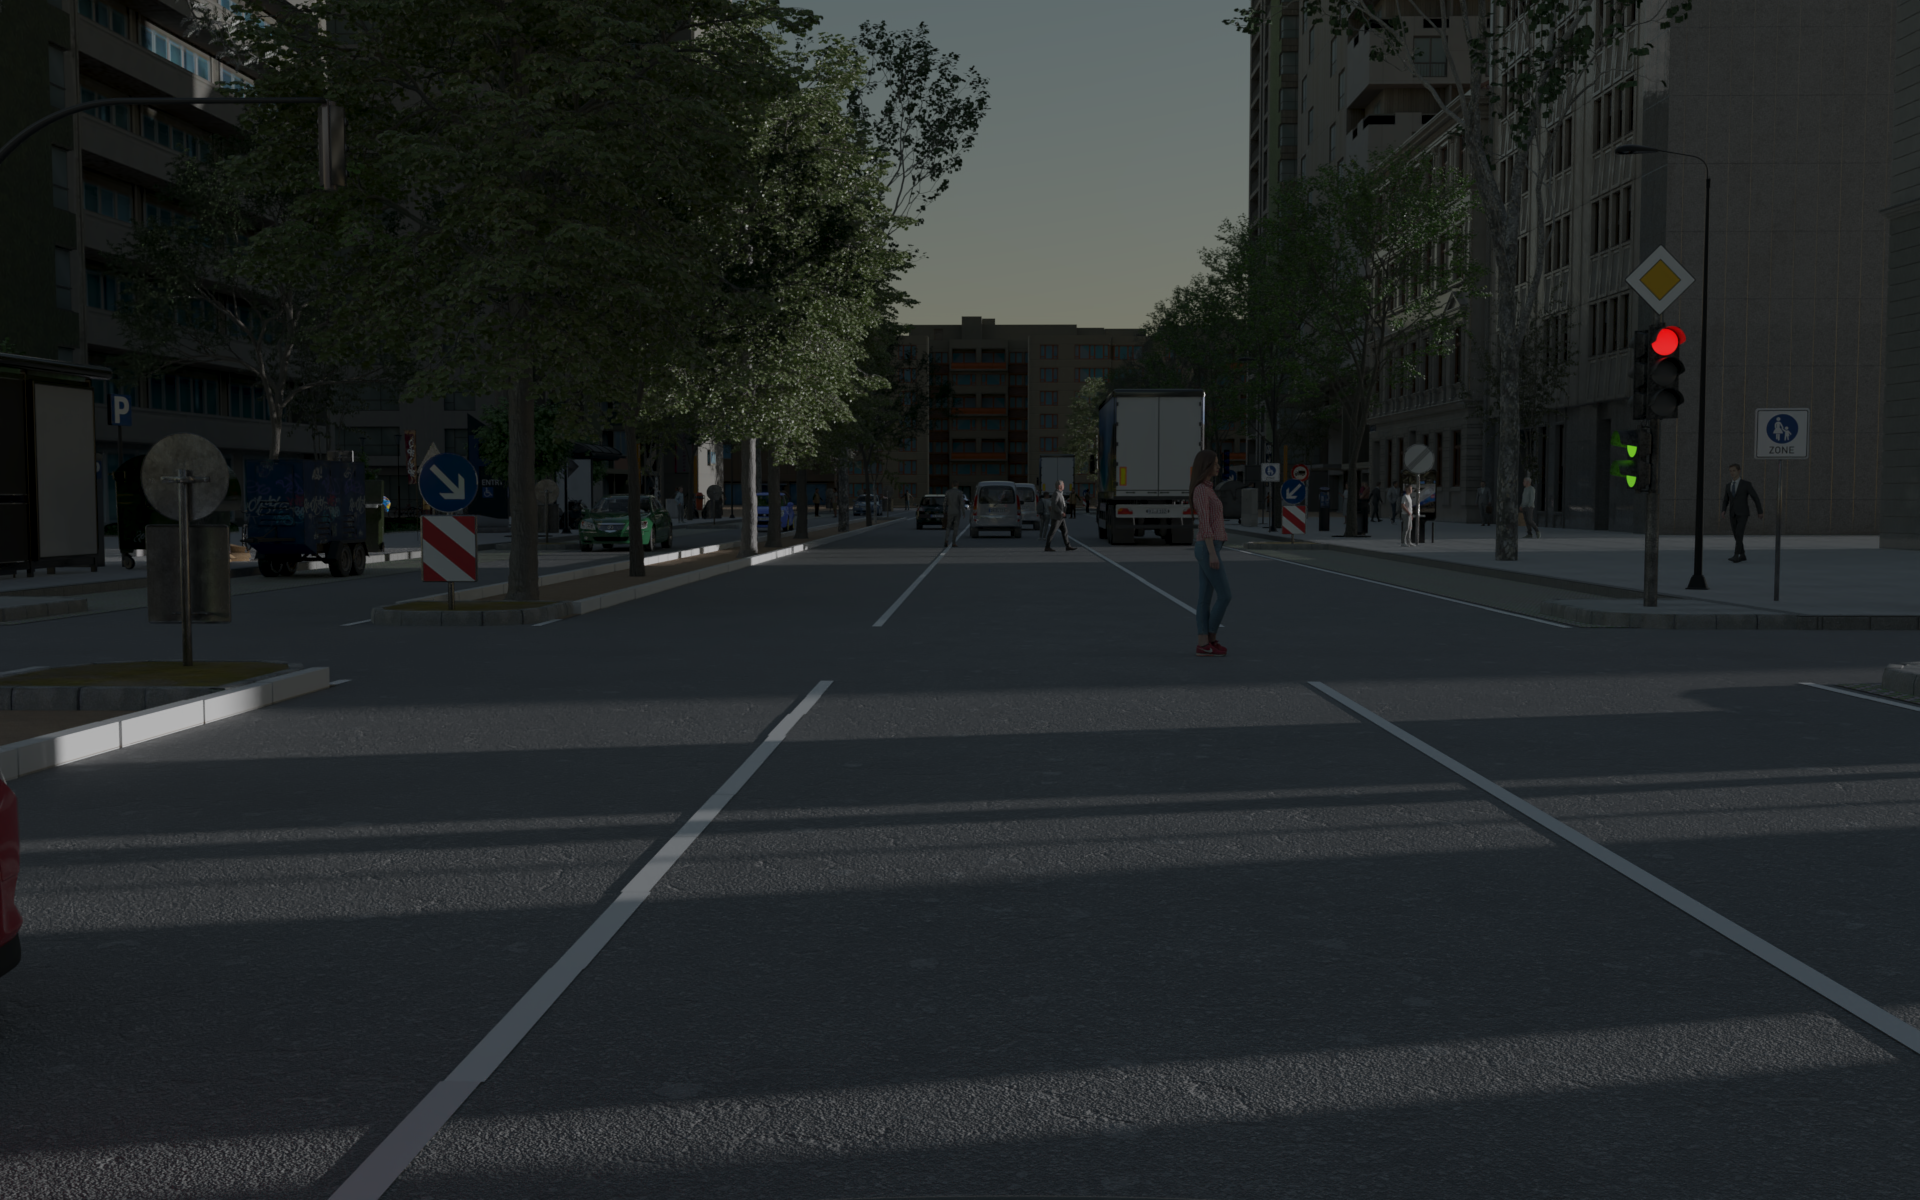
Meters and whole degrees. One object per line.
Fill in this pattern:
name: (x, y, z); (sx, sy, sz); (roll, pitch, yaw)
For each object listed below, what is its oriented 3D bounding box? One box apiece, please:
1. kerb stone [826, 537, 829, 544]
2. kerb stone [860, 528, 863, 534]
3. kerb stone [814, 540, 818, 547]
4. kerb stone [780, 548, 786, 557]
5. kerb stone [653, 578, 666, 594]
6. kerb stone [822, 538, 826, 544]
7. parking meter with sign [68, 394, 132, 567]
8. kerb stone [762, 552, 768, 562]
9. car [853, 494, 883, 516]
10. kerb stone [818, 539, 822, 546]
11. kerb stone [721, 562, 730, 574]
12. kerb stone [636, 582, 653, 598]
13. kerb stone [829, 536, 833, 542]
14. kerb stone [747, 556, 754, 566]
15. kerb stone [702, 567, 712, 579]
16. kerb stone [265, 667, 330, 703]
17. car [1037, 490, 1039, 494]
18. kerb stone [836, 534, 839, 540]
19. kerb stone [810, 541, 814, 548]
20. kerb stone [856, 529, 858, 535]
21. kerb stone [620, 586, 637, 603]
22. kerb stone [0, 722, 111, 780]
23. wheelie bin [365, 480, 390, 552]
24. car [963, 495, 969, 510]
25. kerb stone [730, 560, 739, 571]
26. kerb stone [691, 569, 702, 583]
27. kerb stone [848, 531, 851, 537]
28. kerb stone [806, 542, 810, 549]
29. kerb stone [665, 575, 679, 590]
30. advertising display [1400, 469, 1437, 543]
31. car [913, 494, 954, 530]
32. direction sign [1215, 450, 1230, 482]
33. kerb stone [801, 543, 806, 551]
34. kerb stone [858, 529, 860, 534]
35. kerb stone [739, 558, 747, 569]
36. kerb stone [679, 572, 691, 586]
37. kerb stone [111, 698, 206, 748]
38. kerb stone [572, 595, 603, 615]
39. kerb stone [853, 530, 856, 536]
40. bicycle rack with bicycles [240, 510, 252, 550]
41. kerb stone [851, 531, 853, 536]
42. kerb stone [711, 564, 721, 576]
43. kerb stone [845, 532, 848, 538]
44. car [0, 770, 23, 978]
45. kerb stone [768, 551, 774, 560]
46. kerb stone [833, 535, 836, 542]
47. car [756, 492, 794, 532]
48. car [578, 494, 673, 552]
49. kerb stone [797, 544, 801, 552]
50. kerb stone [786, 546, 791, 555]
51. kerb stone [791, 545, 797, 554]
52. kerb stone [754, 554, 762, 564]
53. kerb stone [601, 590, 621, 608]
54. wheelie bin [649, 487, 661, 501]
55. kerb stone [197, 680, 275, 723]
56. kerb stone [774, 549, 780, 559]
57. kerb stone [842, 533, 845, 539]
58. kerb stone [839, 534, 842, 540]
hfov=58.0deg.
kerb stone: (-3.934, -1.688, 49.798); (0.120, 0.150, 1.000); (0, 4, 1)
kerb stone: (-3.664, -2.439, 62.072); (0.120, 0.150, 1.000); (0, 4, 1)
kerb stone: (-3.999, -1.499, 46.698); (0.120, 0.150, 1.000); (0, 4, 1)
kerb stone: (-4.154, -1.060, 39.528); (0.120, 0.150, 1.000); (0, 4, 1)
kerb stone: (-4.462, -0.181, 25.184); (0.120, 0.150, 1.000); (0, 4, 1)
kerb stone: (-3.957, -1.625, 48.763); (0.120, 0.150, 1.000); (0, 4, 1)
parking meter with sign: (-15.512, -2.094, 30.495); (1.738, 3.016, 0.543); (1, 4, 10)
kerb stone: (-4.218, -0.872, 36.459); (0.120, 0.150, 1.000); (0, 4, 1)
car: (-6.062, -6.269, 114.497); (2.014, 1.417, 4.499); (0, 4, 1)
kerb stone: (-3.978, -1.562, 47.734); (0.120, 0.150, 1.000); (0, 4, 1)
kerb stone: (-4.337, -0.558, 31.327); (0.120, 0.150, 1.000); (0, 4, 1)
kerb stone: (-4.481, -0.120, 24.159); (0.120, 0.150, 1.000); (0, 4, 1)
kerb stone: (-3.910, -1.751, 50.820); (0.120, 0.150, 1.000); (0, 4, 1)
kerb stone: (-4.264, -0.746, 34.411); (0.120, 0.150, 1.000); (0, 4, 1)
kerb stone: (-4.374, -0.433, 29.282); (0.120, 0.150, 1.000); (0, 4, 1)
kerb stone: (-4.742, 0.603, 12.329); (0.120, 0.150, 1.000); (0, 4, 1)
car: (7.313, -8.768, 152.033); (2.281, 1.827, 5.304); (0, 4, 1)
kerb stone: (-3.868, -1.876, 52.864); (0.120, 0.150, 1.000); (0, 4, 1)
kerb stone: (-4.021, -1.433, 45.673); (0.120, 0.150, 1.000); (0, 4, 1)
kerb stone: (-3.712, -2.314, 60.028); (0.120, 0.150, 1.000); (0, 4, 1)
kerb stone: (-4.508, -0.057, 23.129); (0.120, 0.150, 1.000); (0, 4, 1)
kerb stone: (-4.811, 0.791, 9.264); (0.120, 0.150, 1.000); (0, 4, 1)
wheelie bin: (-13.090, -1.857, 38.272); (0.980, 1.594, 0.693); (-1, 4, -15)
car: (-0.104, -9.051, 159.988); (2.014, 1.417, 4.499); (0, 4, 2)
kerb stone: (-4.306, -0.621, 32.355); (0.120, 0.150, 1.000); (0, 4, 1)
kerb stone: (-4.400, -0.371, 28.254); (0.120, 0.150, 1.000); (0, 4, 1)
kerb stone: (-3.778, -2.126, 56.961); (0.120, 0.150, 1.000); (0, 4, 1)
kerb stone: (-4.043, -1.373, 44.648); (0.120, 0.150, 1.000); (0, 4, 1)
kerb stone: (-4.442, -0.246, 26.210); (0.120, 0.150, 1.000); (0, 4, 1)
advertising display: (11.963, -2.447, 45.223); (0.974, 1.923, 0.123); (-1, 4, -10)
car: (-0.924, -3.741, 70.947); (2.009, 1.686, 4.222); (0, 4, 0)
direction sign: (13.351, -5.888, 88.260); (0.876, 3.537, 0.379); (-2, 4, -24)
kerb stone: (-4.064, -1.311, 43.626); (0.120, 0.150, 1.000); (0, 4, 1)
kerb stone: (-3.696, -2.375, 61.050); (0.120, 0.150, 1.000); (0, 4, 1)
kerb stone: (-4.283, -0.684, 33.381); (0.120, 0.150, 1.000); (0, 4, 1)
kerb stone: (-4.423, -0.308, 27.232); (0.120, 0.150, 1.000); (0, 4, 1)
kerb stone: (-4.783, 0.728, 10.285); (0.120, 0.150, 1.000); (0, 4, 1)
kerb stone: (-4.553, 0.068, 21.085); (0.120, 0.150, 1.000); (0, 4, 1)
kerb stone: (-3.725, -2.251, 59.006); (0.120, 0.150, 1.000); (0, 4, 1)
bicycle rack with bicycles: (-15.170, -1.573, 39.104); (2.852, 0.926, 2.925); (0, 4, -2)
kerb stone: (-3.757, -2.185, 57.984); (0.120, 0.150, 1.000); (0, 4, 1)
kerb stone: (-4.359, -0.496, 30.305); (0.120, 0.150, 1.000); (0, 4, 1)
kerb stone: (-3.796, -2.064, 55.939); (0.120, 0.150, 1.000); (0, 4, 1)
car: (-3.390, 0.386, 2.729); (2.155, 1.783, 4.494); (0, 4, 3)
kerb stone: (-4.198, -0.929, 37.481); (0.120, 0.150, 1.000); (0, 4, 1)
kerb stone: (-3.889, -1.813, 51.842); (0.120, 0.150, 1.000); (0, 4, 1)
car: (-7.317, -3.477, 66.434); (1.945, 1.707, 3.694); (0, 4, -1)
car: (-8.566, -2.009, 44.645); (2.131, 1.459, 4.920); (0, 4, -1)
kerb stone: (-4.085, -1.248, 42.604); (0.120, 0.150, 1.000); (0, 4, 1)
kerb stone: (-4.129, -1.120, 40.550); (0.120, 0.150, 1.000); (0, 4, 1)
kerb stone: (-4.095, -1.184, 41.572); (0.120, 0.150, 1.000); (0, 4, 1)
kerb stone: (-4.241, -0.810, 35.436); (0.120, 0.150, 1.000); (0, 4, 1)
kerb stone: (-4.527, 0.005, 22.107); (0.120, 0.150, 1.000); (0, 4, 1)
wheelie bin: (-14.611, -4.566, 82.559); (0.693, 1.594, 0.980); (0, 4, -7)
kerb stone: (-4.760, 0.670, 11.307); (0.120, 0.150, 1.000); (0, 4, 1)
kerb stone: (-4.174, -0.997, 38.503); (0.120, 0.150, 1.000); (0, 4, 1)
kerb stone: (-3.823, -2.001, 54.908); (0.120, 0.150, 1.000); (0, 4, 1)
kerb stone: (-3.846, -1.938, 53.886); (0.120, 0.150, 1.000); (0, 4, 1)
